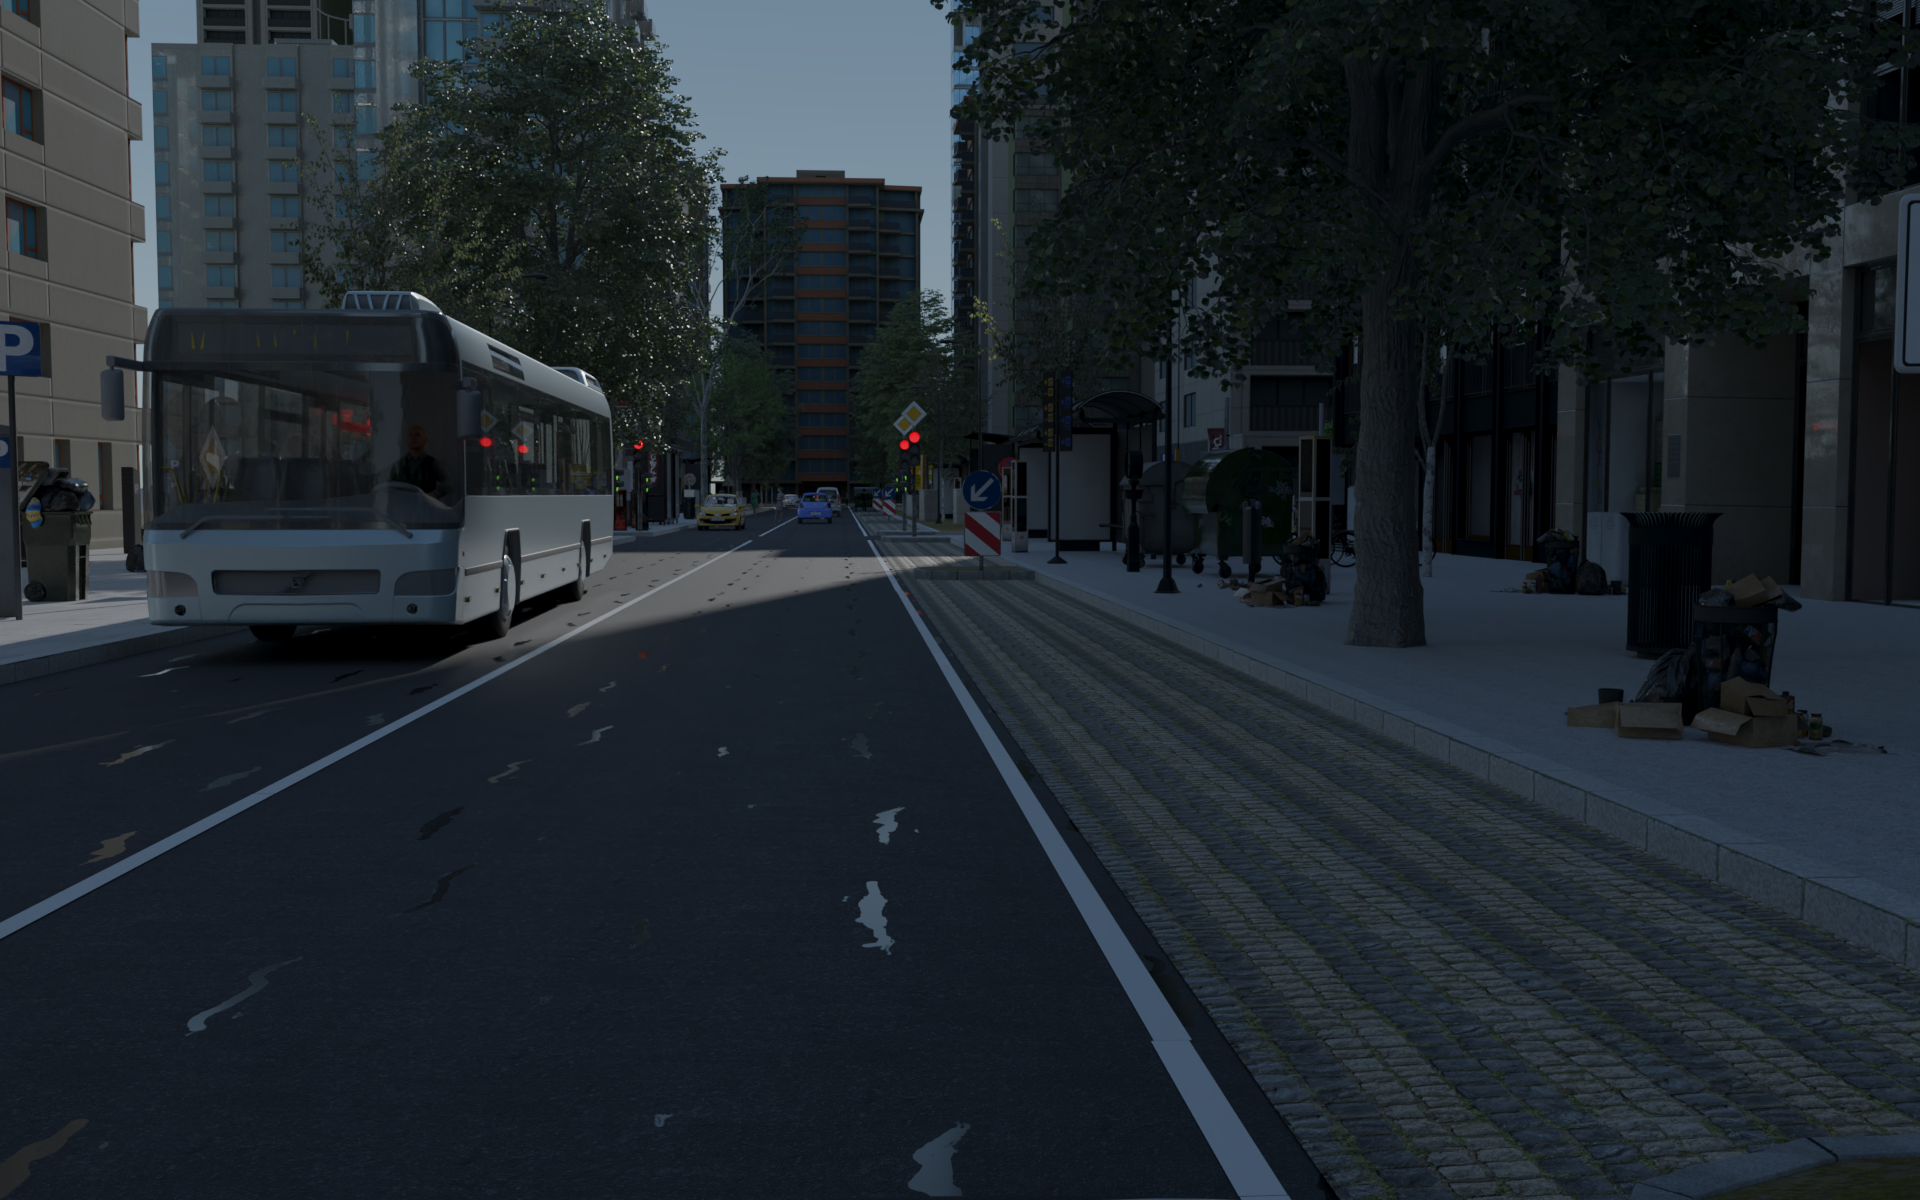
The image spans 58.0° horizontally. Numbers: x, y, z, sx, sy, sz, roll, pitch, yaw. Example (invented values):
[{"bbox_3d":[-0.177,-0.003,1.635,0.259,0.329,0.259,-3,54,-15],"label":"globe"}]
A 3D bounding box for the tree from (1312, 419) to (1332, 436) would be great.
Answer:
[{"bbox_3d":[14.559,-5.002,65.497,4.285,4.588,4.351,0,3,0],"label":"tree"}]

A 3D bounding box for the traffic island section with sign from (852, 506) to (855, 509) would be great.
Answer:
[{"bbox_3d":[-8.885,-9.366,161.763,1.989,1.847,2.006,0,4,-4],"label":"traffic island section with sign"}]

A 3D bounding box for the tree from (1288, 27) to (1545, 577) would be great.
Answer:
[{"bbox_3d":[7.211,-4.677,26.838,4.360,8.622,3.978,0,3,0],"label":"tree"}]

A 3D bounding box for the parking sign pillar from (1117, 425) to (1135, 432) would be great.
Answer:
[{"bbox_3d":[5.180,-3.890,52.076,1.447,3.967,1.447,2,4,29],"label":"parking sign pillar"}]

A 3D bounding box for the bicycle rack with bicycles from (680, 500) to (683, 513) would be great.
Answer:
[{"bbox_3d":[-18.541,-6.270,115.893,2.925,0.926,2.852,2,4,35],"label":"bicycle rack with bicycles"}]

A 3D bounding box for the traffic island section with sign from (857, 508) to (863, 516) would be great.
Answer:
[{"bbox_3d":[-5.481,-6.332,112.157,1.989,1.847,2.006,0,4,-4],"label":"traffic island section with sign"}]

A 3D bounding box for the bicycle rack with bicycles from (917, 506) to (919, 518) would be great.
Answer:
[{"bbox_3d":[-1.107,-4.866,92.947,2.925,0.926,2.852,-2,4,-32],"label":"bicycle rack with bicycles"}]

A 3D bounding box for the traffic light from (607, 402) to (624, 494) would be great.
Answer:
[{"bbox_3d":[-10.440,-3.829,51.528,0.839,4.253,0.868,0,4,-4],"label":"traffic light"}]

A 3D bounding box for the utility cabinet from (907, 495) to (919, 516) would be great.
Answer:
[{"bbox_3d":[-2.740,-5.489,100.902,0.306,1.237,1.020,-2,4,-35],"label":"utility cabinet"}]

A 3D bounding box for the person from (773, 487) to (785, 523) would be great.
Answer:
[{"bbox_3d":[-9.065,-4.764,86.730,0.599,1.781,0.374,3,4,37],"label":"person"}]

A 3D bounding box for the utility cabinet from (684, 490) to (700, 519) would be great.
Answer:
[{"bbox_3d":[-13.717,-4.893,88.676,0.318,1.500,1.173,-2,4,-34],"label":"utility cabinet"}]

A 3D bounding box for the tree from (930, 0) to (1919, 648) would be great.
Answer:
[{"bbox_3d":[3.745,-6.586,14.343,9.857,13.997,8.962,0,3,0],"label":"tree"}]

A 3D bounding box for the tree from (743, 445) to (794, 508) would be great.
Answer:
[{"bbox_3d":[-21.799,-15.042,196.294,4.737,8.622,4.395,0,3,0],"label":"tree"}]

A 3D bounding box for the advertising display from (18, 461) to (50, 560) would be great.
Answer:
[{"bbox_3d":[-18.255,-1.754,33.891,0.974,1.923,0.123,1,4,11],"label":"advertising display"}]

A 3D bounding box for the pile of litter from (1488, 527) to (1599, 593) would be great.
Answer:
[{"bbox_3d":[7.819,-0.520,22.475,1.176,0.858,1.719,-3,5,-45],"label":"pile of litter"}]

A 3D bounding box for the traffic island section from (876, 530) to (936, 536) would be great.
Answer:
[{"bbox_3d":[-1.908,-2.322,60.247,2.009,0.180,2.903,0,4,-4],"label":"traffic island section"}]

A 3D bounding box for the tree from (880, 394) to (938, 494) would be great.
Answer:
[{"bbox_3d":[-3.574,-10.171,116.662,4.737,8.622,4.395,0,3,0],"label":"tree"}]

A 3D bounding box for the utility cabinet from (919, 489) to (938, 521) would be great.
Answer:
[{"bbox_3d":[-1.469,-4.473,81.815,0.318,1.500,1.173,2,4,32],"label":"utility cabinet"}]

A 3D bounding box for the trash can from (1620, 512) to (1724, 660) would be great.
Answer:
[{"bbox_3d":[5.527,-0.113,13.495,0.748,1.137,0.748,0,3,0],"label":"trash can"}]

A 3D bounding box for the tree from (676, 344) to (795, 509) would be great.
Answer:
[{"bbox_3d":[-15.854,-11.893,120.214,9.928,11.665,9.643,0,3,0],"label":"tree"}]

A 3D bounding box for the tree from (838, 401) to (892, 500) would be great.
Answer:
[{"bbox_3d":[-9.059,-18.286,209.338,12.009,13.543,11.850,0,3,0],"label":"tree"}]

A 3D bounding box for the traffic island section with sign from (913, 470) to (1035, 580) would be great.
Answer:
[{"bbox_3d":[0.205,-1.281,29.567,1.989,1.847,2.006,0,4,-4],"label":"traffic island section with sign"}]

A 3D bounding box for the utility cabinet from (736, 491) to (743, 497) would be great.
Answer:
[{"bbox_3d":[-16.878,-7.535,131.880,0.318,1.500,1.173,1,4,10],"label":"utility cabinet"}]

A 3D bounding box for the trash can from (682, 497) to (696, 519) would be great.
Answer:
[{"bbox_3d":[-13.679,-4.642,87.551,0.748,1.137,0.748,0,3,0],"label":"trash can"}]

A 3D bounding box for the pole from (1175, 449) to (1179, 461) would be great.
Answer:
[{"bbox_3d":[9.823,-5.176,78.474,0.158,3.312,0.155,0,3,0],"label":"pole"}]

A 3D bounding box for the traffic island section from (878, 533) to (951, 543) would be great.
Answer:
[{"bbox_3d":[-1.360,-1.835,52.281,2.009,0.180,2.903,0,4,-4],"label":"traffic island section"}]

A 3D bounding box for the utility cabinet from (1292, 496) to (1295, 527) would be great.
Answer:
[{"bbox_3d":[12.776,-3.498,68.352,0.306,1.237,1.020,-2,4,-25],"label":"utility cabinet"}]

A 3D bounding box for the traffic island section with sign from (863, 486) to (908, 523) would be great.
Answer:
[{"bbox_3d":[-3.596,-4.658,84.788,1.989,1.847,2.006,0,4,-4],"label":"traffic island section with sign"}]

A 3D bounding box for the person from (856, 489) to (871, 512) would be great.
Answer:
[{"bbox_3d":[-7.694,-7.994,138.832,1.348,1.869,0.705,-3,4,-37],"label":"person"}]

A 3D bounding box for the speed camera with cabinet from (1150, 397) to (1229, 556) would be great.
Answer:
[{"bbox_3d":[4.845,-2.538,35.835,0.660,3.252,2.038,-3,5,-43],"label":"speed camera with cabinet"}]

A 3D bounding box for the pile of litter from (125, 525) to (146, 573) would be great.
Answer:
[{"bbox_3d":[-13.240,-0.922,29.034,1.176,0.858,1.719,1,4,22],"label":"pile of litter"}]

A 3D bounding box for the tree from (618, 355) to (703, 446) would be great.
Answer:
[{"bbox_3d":[-14.054,-8.010,81.326,4.360,8.622,3.978,0,3,0],"label":"tree"}]

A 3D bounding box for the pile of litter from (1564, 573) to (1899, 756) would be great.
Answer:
[{"bbox_3d":[4.003,0.291,9.200,1.176,0.858,1.719,-1,4,-17],"label":"pile of litter"}]

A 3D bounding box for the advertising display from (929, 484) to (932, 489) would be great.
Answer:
[{"bbox_3d":[-1.510,-6.268,107.697,0.974,1.923,0.123,-3,5,-43],"label":"advertising display"}]

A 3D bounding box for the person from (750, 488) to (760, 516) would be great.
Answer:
[{"bbox_3d":[-13.175,-6.257,111.045,0.600,1.795,0.529,0,4,5],"label":"person"}]

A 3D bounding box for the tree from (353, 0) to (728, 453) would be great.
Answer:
[{"bbox_3d":[-10.363,-8.375,43.588,9.857,13.997,8.962,0,3,0],"label":"tree"}]

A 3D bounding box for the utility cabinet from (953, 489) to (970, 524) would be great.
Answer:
[{"bbox_3d":[0.299,-3.921,72.791,1.173,1.500,0.318,-2,4,-31],"label":"utility cabinet"}]

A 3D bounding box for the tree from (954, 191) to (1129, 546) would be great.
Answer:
[{"bbox_3d":[2.343,-5.609,42.067,4.360,8.622,3.978,0,3,0],"label":"tree"}]

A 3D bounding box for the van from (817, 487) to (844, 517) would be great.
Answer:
[{"bbox_3d":[-8.342,-6.259,109.344,2.013,2.044,4.112,0,4,-4],"label":"van"}]

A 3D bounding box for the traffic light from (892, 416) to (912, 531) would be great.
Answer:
[{"bbox_3d":[-1.949,-4.355,60.130,0.839,4.253,0.868,0,4,-4],"label":"traffic light"}]

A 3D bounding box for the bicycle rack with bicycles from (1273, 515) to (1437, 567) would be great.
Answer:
[{"bbox_3d":[7.058,-1.085,31.119,2.925,0.926,2.852,1,4,9],"label":"bicycle rack with bicycles"}]

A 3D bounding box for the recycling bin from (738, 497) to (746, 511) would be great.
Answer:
[{"bbox_3d":[-16.579,-7.216,130.532,0.722,1.027,0.722,2,4,24],"label":"recycling bin"}]

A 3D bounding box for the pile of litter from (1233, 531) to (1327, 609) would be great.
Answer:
[{"bbox_3d":[3.738,-0.384,20.247,1.176,0.858,1.719,2,4,34],"label":"pile of litter"}]

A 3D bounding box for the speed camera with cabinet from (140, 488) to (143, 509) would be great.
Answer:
[{"bbox_3d":[-24.161,-3.445,50.659,0.660,3.252,2.038,-3,5,-40],"label":"speed camera with cabinet"}]

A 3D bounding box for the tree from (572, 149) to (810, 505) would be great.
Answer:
[{"bbox_3d":[-15.461,-14.613,94.803,12.611,20.169,13.585,0,3,0],"label":"tree"}]

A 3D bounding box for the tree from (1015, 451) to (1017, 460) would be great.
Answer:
[{"bbox_3d":[2.913,-7.578,107.612,4.285,4.588,4.351,0,3,0],"label":"tree"}]

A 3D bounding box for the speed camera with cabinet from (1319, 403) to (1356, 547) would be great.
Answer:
[{"bbox_3d":[8.499,-2.638,37.460,2.038,3.252,0.660,3,5,44],"label":"speed camera with cabinet"}]

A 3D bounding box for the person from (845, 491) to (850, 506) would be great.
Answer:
[{"bbox_3d":[-13.650,-12.306,209.800,0.705,1.812,1.348,1,4,22],"label":"person"}]

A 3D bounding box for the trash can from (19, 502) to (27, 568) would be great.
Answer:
[{"bbox_3d":[-16.537,-1.143,30.348,0.748,1.137,0.748,0,3,0],"label":"trash can"}]

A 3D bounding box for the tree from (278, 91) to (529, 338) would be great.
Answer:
[{"bbox_3d":[-10.568,-5.018,32.407,4.360,8.622,3.978,0,3,0],"label":"tree"}]

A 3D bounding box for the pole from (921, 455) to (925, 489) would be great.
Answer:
[{"bbox_3d":[-1.926,-5.881,89.995,0.158,3.312,0.155,0,3,0],"label":"pole"}]

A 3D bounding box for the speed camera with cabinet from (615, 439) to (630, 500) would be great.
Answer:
[{"bbox_3d":[-12.939,-4.187,62.797,2.038,3.252,0.660,2,4,28],"label":"speed camera with cabinet"}]

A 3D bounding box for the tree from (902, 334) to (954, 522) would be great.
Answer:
[{"bbox_3d":[-0.539,-7.965,80.585,4.360,8.622,3.978,0,3,0],"label":"tree"}]

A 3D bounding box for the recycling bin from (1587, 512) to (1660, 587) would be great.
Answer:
[{"bbox_3d":[9.273,-0.713,24.213,0.722,1.027,0.722,-1,4,-17],"label":"recycling bin"}]

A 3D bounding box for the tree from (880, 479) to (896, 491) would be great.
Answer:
[{"bbox_3d":[-8.010,-11.997,190.753,1.663,3.219,1.824,0,3,0],"label":"tree"}]

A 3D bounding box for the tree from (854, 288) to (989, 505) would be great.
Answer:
[{"bbox_3d":[-2.296,-10.888,96.139,7.486,12.596,7.792,0,3,0],"label":"tree"}]

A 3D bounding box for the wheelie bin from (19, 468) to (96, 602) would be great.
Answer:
[{"bbox_3d":[-10.858,-0.794,20.888,0.693,1.594,0.980,0,4,-6],"label":"wheelie bin"}]

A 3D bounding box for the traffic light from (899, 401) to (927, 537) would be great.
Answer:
[{"bbox_3d":[-1.401,-3.868,52.164,0.839,4.253,0.868,0,4,-4],"label":"traffic light"}]

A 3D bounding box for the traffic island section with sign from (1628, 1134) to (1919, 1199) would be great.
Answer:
[{"bbox_3d":[2.068,0.379,2.436,1.989,1.847,2.006,0,4,-4],"label":"traffic island section with sign"}]
